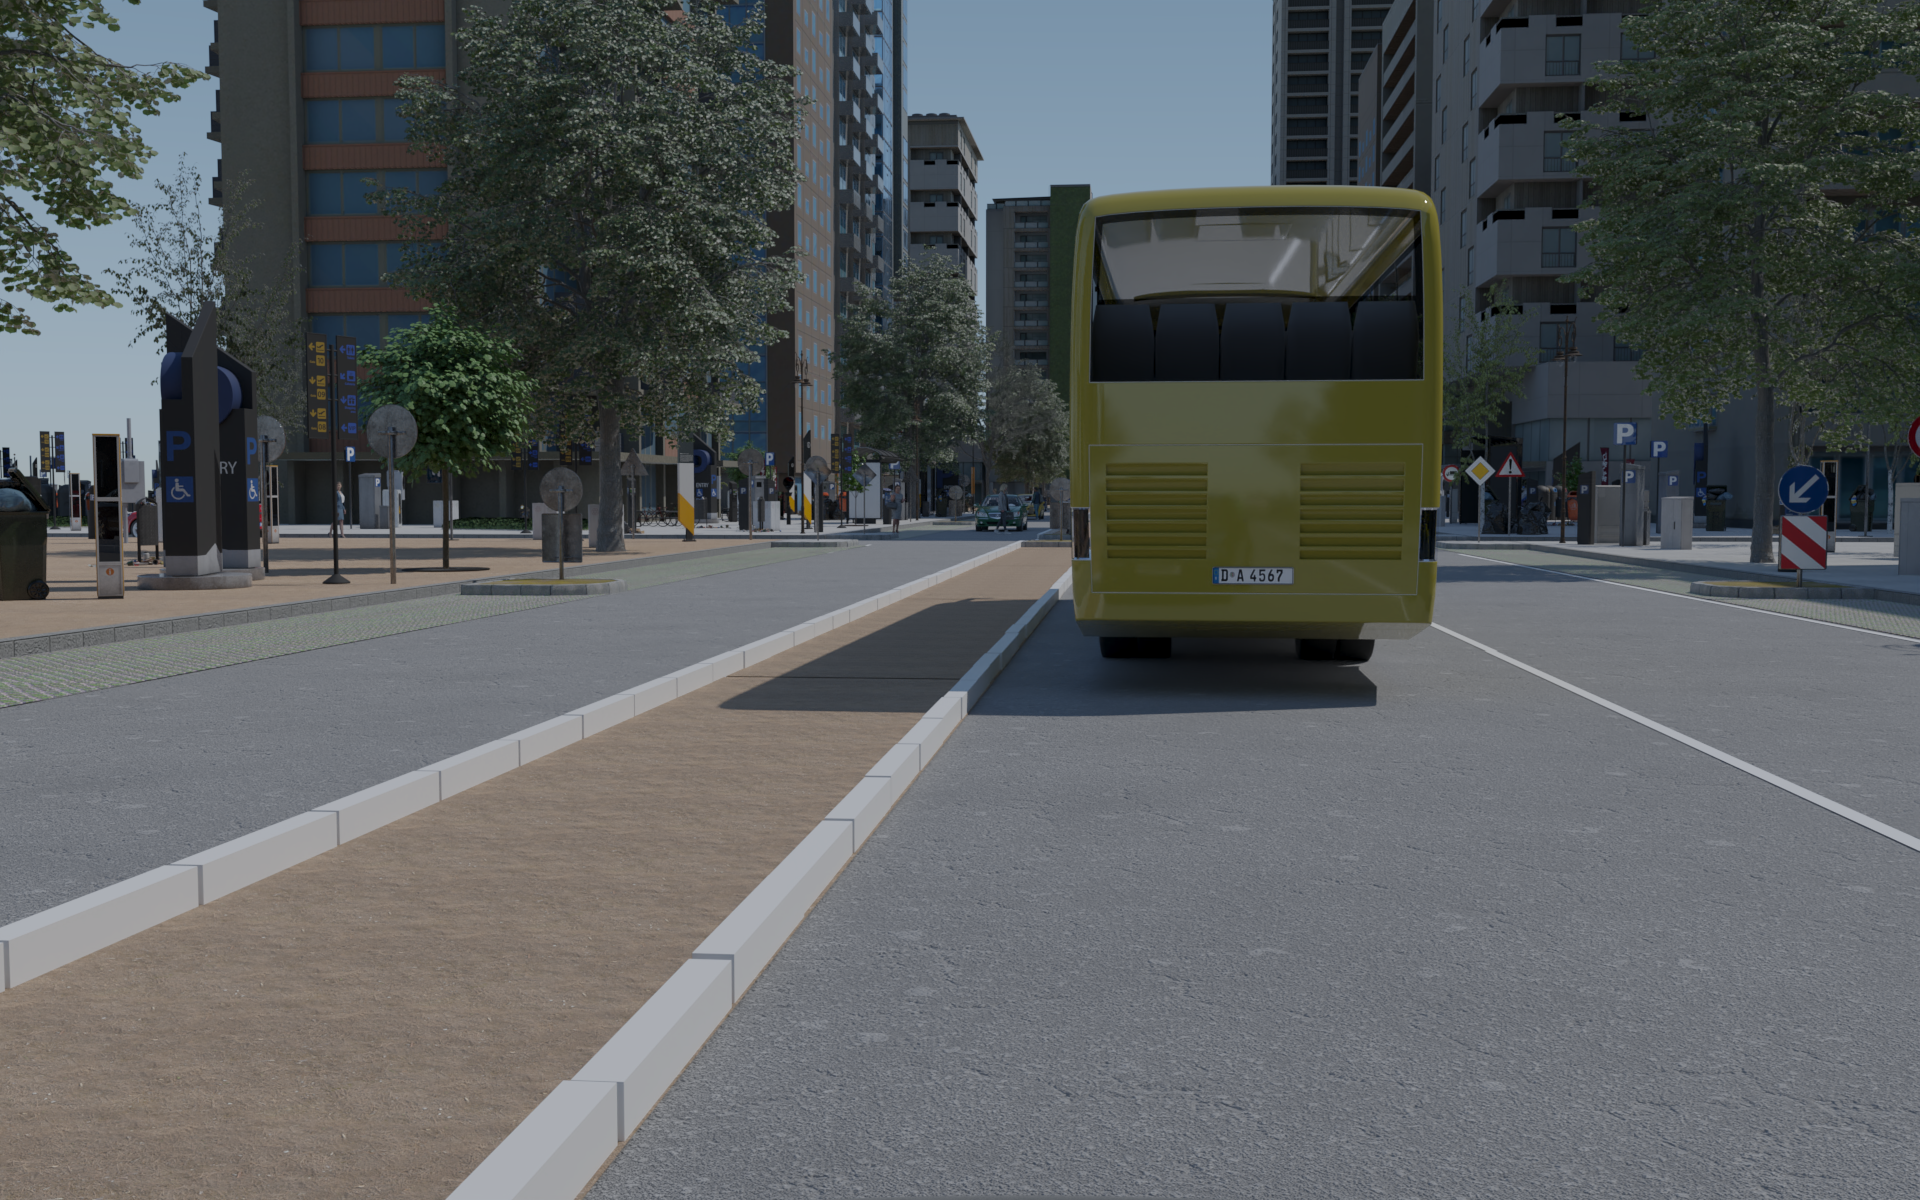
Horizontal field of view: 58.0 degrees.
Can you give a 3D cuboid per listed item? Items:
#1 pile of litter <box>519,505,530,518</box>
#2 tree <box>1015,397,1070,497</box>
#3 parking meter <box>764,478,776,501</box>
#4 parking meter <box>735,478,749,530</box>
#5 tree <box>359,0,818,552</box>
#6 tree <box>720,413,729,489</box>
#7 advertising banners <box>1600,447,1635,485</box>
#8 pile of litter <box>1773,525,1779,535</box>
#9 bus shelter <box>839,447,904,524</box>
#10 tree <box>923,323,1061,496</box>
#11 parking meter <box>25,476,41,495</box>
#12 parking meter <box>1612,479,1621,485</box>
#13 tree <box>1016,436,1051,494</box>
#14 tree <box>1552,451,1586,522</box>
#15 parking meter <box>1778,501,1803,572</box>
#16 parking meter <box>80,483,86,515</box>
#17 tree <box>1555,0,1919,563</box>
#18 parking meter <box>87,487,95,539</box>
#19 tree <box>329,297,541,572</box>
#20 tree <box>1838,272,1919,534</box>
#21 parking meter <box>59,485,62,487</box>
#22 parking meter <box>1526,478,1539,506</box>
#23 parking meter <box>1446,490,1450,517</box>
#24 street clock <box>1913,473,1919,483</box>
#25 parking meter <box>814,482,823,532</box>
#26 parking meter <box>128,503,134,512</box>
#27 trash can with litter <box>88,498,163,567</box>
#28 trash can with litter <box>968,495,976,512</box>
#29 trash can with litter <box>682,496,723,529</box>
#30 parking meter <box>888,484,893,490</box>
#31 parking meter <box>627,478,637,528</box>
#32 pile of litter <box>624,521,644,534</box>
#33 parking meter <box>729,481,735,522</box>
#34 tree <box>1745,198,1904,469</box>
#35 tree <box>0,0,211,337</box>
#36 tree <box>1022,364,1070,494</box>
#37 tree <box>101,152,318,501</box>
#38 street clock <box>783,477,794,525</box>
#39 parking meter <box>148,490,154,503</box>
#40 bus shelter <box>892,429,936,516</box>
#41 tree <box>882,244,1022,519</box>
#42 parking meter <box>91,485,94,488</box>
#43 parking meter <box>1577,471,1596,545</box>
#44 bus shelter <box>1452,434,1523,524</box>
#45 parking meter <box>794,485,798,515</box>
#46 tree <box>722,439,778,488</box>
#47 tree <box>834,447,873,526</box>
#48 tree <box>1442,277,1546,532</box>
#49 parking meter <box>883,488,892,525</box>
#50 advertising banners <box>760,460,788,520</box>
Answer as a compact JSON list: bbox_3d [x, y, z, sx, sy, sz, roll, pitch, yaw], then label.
[{"bbox_3d":[-17.172,-3.379,69.208,1.176,0.858,1.719,-1,4,-11],"label":"pile of litter"},{"bbox_3d":[9.667,-17.179,199.006,7.486,12.596,7.792,0,3,0],"label":"tree"},{"bbox_3d":[-7.116,-3.615,64.816,0.399,1.863,0.255,-3,5,-40],"label":"parking meter"},{"bbox_3d":[-7.636,-3.397,61.258,0.399,1.863,0.255,1,4,11],"label":"parking meter"},{"bbox_3d":[-7.915,-8.050,38.267,9.857,13.997,8.962,0,3,0],"label":"tree"},{"bbox_3d":[-16.062,-9.650,108.147,4.737,8.622,4.395,0,3,0],"label":"tree"},{"bbox_3d":[24.702,-4.219,65.164,2.074,3.025,0.090,-2,4,-33],"label":"advertising banners"},{"bbox_3d":[26.305,-2.527,55.276,1.719,0.858,1.176,-3,5,-40],"label":"pile of litter"},{"bbox_3d":[-3.859,-5.056,76.597,2.014,3.302,5.546,0,4,6],"label":"bus shelter"},{"bbox_3d":[1.974,-13.002,122.953,12.009,13.543,11.850,0,3,0],"label":"tree"},{"bbox_3d":[-13.475,-1.017,25.038,0.372,1.533,0.369,0,3,0],"label":"parking meter"},{"bbox_3d":[26.305,-3.896,69.403,0.255,1.863,0.399,-1,4,-10],"label":"parking meter"},{"bbox_3d":[7.254,-13.906,177.726,4.360,8.622,3.978,0,3,0],"label":"tree"},{"bbox_3d":[27.991,-5.136,78.569,1.663,3.219,1.824,0,3,0],"label":"tree"},{"bbox_3d":[13.669,-1.227,28.474,0.372,1.533,0.369,0,3,0],"label":"parking meter"},{"bbox_3d":[-45.553,-5.140,89.752,0.255,1.863,0.399,1,4,18],"label":"parking meter"},{"bbox_3d":[14.714,-6.988,32.373,7.486,12.596,7.792,0,3,0],"label":"tree"},{"bbox_3d":[-24.638,-2.502,49.315,0.372,1.533,0.369,0,3,0],"label":"parking meter"},{"bbox_3d":[-8.729,-2.768,28.979,4.285,4.588,4.351,0,3,0],"label":"tree"},{"bbox_3d":[29.970,-6.421,55.350,4.737,8.622,4.395,0,3,0],"label":"tree"},{"bbox_3d":[-55.662,-6.222,107.438,0.399,1.863,0.255,-2,4,-33],"label":"parking meter"},{"bbox_3d":[20.650,-3.473,62.491,0.399,1.863,0.255,1,4,12],"label":"parking meter"},{"bbox_3d":[27.127,-5.352,95.912,0.372,1.533,0.369,0,3,0],"label":"parking meter"},{"bbox_3d":[32.103,-3.258,57.832,0.471,2.002,0.358,3,5,43],"label":"street clock"},{"bbox_3d":[-4.744,-3.203,58.075,0.255,1.863,0.399,-1,4,-17],"label":"parking meter"},{"bbox_3d":[-58.519,-6.960,122.203,0.372,1.533,0.369,0,3,0],"label":"parking meter"},{"bbox_3d":[-15.036,-1.239,31.310,1.678,1.210,2.233,1,4,11],"label":"trash can with litter"},{"bbox_3d":[1.128,-7.020,125.837,2.233,1.210,1.678,1,4,11],"label":"trash can with litter"},{"bbox_3d":[-9.368,-3.287,64.798,2.233,1.210,1.678,0,4,8],"label":"trash can with litter"},{"bbox_3d":[-4.169,-6.069,104.935,0.399,1.863,0.255,3,5,45],"label":"parking meter"},{"bbox_3d":[-11.632,-3.405,61.380,0.255,1.863,0.399,-2,4,-24],"label":"parking meter"},{"bbox_3d":[-10.935,-2.588,56.281,1.176,0.858,1.719,-2,4,-30],"label":"pile of litter"},{"bbox_3d":[-10.356,-4.490,79.119,0.255,1.863,0.399,-2,4,-34],"label":"parking meter"},{"bbox_3d":[21.288,-5.683,43.271,4.360,8.622,3.978,0,3,0],"label":"tree"},{"bbox_3d":[-9.952,-5.875,14.179,7.486,12.596,7.792,0,3,0],"label":"tree"},{"bbox_3d":[6.436,-15.976,167.864,9.857,13.997,8.962,0,3,0],"label":"tree"},{"bbox_3d":[-16.646,-5.388,38.450,4.360,8.622,3.978,0,3,0],"label":"tree"},{"bbox_3d":[-7.155,-4.141,72.268,0.471,2.002,0.358,0,4,-4],"label":"street clock"},{"bbox_3d":[-52.295,-6.335,111.983,0.372,1.533,0.369,0,3,0],"label":"parking meter"},{"bbox_3d":[-2.628,-7.630,102.377,2.179,5.291,8.768,0,4,6],"label":"bus shelter"},{"bbox_3d":[-2.389,-11.227,90.223,9.857,13.997,8.962,0,3,0],"label":"tree"},{"bbox_3d":[-55.942,-6.485,111.739,0.399,1.863,0.255,3,5,41],"label":"parking meter"},{"bbox_3d":[15.841,-2.331,43.830,0.255,1.863,0.399,-3,5,-41],"label":"parking meter"},{"bbox_3d":[21.412,-4.842,70.447,1.731,3.624,6.357,0,4,6],"label":"bus shelter"},{"bbox_3d":[-10.261,-6.253,107.948,0.255,1.863,0.399,-1,4,-9],"label":"parking meter"},{"bbox_3d":[-12.601,-7.301,103.081,4.285,4.588,4.351,0,3,0],"label":"tree"},{"bbox_3d":[-4.055,-4.559,69.134,1.663,3.219,1.824,0,3,0],"label":"tree"},{"bbox_3d":[17.525,-6.626,58.693,4.737,8.622,4.395,0,3,0],"label":"tree"},{"bbox_3d":[-3.058,-3.936,72.766,0.372,1.533,0.369,0,3,0],"label":"parking meter"},{"bbox_3d":[-9.386,-5.520,86.435,0.090,3.025,2.074,-3,5,-43],"label":"advertising banners"}]
